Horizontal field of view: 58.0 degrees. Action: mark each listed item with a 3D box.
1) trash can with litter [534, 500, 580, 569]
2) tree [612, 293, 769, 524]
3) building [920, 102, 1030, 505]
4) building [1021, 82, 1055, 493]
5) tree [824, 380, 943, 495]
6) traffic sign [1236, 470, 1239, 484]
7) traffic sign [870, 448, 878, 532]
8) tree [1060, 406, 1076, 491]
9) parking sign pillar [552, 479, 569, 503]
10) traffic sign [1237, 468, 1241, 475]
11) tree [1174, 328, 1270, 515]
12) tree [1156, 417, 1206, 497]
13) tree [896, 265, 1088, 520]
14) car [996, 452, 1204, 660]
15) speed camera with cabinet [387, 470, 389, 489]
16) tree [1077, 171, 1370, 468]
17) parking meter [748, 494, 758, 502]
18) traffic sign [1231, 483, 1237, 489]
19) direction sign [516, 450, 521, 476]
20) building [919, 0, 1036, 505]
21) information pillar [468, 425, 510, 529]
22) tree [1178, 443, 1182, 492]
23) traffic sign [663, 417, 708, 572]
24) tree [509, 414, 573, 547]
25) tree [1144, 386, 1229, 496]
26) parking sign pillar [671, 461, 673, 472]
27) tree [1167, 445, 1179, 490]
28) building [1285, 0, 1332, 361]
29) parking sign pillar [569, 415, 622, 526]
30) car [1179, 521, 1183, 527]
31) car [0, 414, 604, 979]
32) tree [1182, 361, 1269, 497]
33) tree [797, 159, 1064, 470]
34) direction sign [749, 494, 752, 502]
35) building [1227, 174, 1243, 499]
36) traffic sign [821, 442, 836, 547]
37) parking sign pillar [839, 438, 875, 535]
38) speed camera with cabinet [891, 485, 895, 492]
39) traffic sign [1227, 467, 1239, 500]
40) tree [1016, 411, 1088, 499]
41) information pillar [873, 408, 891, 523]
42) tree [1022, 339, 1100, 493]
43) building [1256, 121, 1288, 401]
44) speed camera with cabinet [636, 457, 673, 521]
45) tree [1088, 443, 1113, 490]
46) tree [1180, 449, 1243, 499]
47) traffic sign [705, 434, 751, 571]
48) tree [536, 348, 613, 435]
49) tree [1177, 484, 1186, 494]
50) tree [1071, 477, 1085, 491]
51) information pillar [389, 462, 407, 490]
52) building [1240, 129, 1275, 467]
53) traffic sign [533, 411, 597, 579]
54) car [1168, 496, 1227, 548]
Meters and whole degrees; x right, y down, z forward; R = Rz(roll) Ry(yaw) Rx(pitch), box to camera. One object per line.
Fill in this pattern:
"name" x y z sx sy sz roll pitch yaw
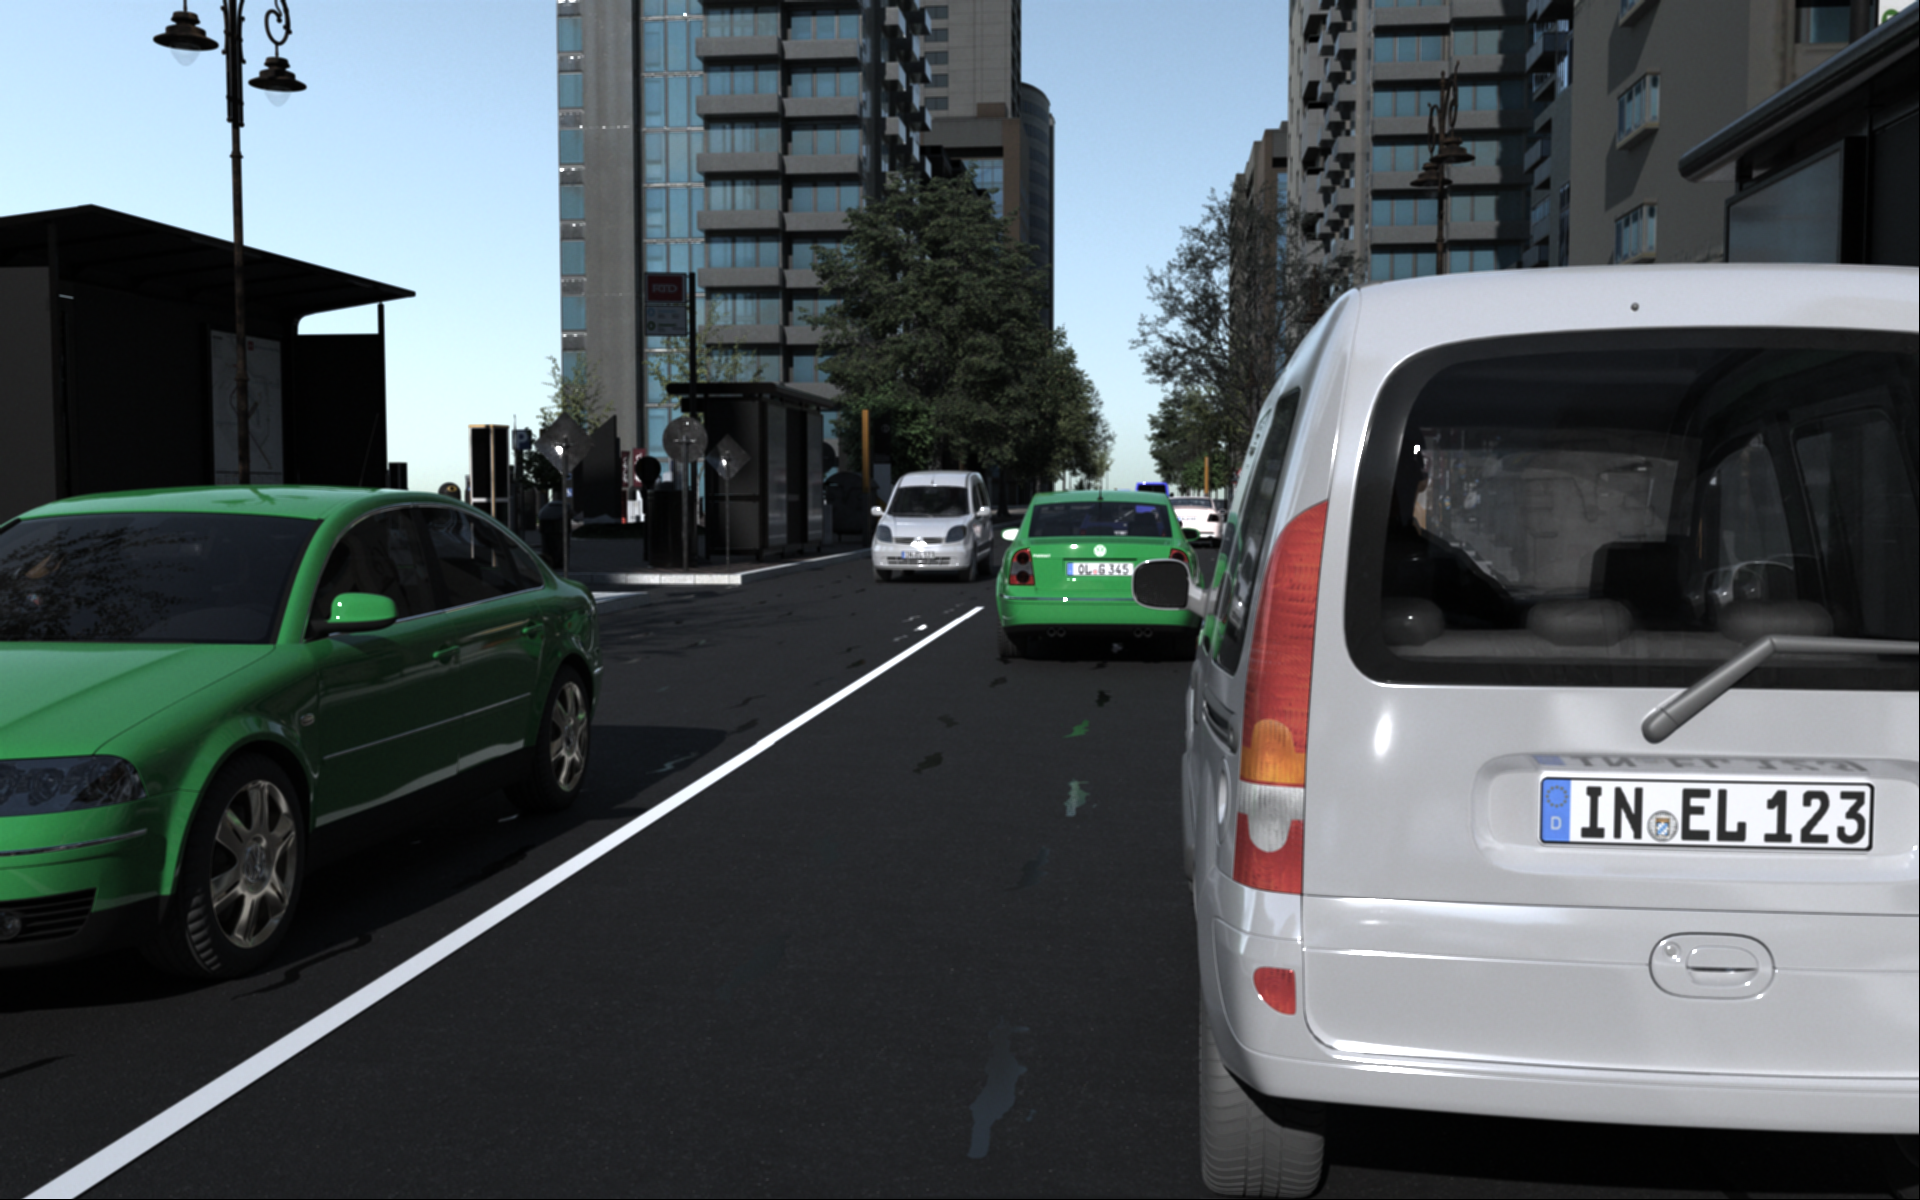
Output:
"trash can with litter" -6.999 -1.122 29.724 0.624 1.170 1.055 1 4 11
"tree" -9.294 -6.866 62.628 4.737 8.622 4.395 0 3 0
"building" 0.683 -33.802 202.774 14.600 45.320 14.200 0 4 7
"building" 1.963 -43.012 245.245 21.231 58.520 28.212 0 4 7
"tree" -2.124 -4.061 50.113 4.285 4.588 4.351 0 3 0
"traffic sign" 14.998 -5.680 92.979 0.768 2.556 0.104 0 4 8
"traffic sign" -2.324 -2.924 47.915 0.768 2.556 0.104 1 4 12
"tree" 9.517 -15.251 159.717 12.009 13.543 11.850 0 3 0
"parking sign pillar" -15.520 -4.970 69.724 1.447 3.967 1.447 1 4 10
"traffic sign" 14.026 -5.300 86.660 0.884 2.594 0.081 1 4 14
"tree" 11.522 -7.641 75.288 4.737 8.622 4.395 0 3 0
"tree" 29.107 -18.459 227.552 9.928 11.665 9.643 0 3 0
"tree" 1.181 -10.289 85.225 9.611 12.733 9.660 0 3 0
"car" 1.328 -0.467 16.427 1.959 1.807 4.718 0 4 5
"speed camera with cabinet" -20.709 -4.062 60.754 0.660 3.252 2.038 1 4 9
"tree" 11.450 -9.515 65.934 12.009 13.543 11.850 0 3 0
"parking meter" -7.137 -3.143 59.794 0.372 1.533 0.369 0 3 0
"traffic sign" 15.451 -5.934 97.127 0.768 2.556 0.104 0 4 7
"direction sign" -21.353 -5.623 83.933 0.379 3.537 0.876 0 4 6
"building" -0.617 -47.843 220.491 20.563 71.187 20.611 0 4 7
"information pillar" -5.022 -0.858 18.528 0.304 2.012 0.304 1 4 20
"tree" 23.569 -13.152 165.396 4.360 8.622 3.978 0 3 0
"traffic sign" -4.533 -1.739 28.536 0.768 2.556 0.104 0 4 8
"tree" -10.043 -2.912 42.207 1.663 3.219 1.824 0 3 0
"tree" 26.771 -18.191 204.081 9.857 13.997 8.962 0 3 0
"parking sign pillar" -16.470 -6.818 99.950 1.447 3.967 1.447 -1 4 -14
"tree" 24.644 -14.384 185.547 4.360 8.622 3.978 0 3 0
"building" 43.434 -34.493 153.203 28.713 52.752 27.495 0 4 7
"parking sign pillar" -12.279 -4.339 59.415 1.447 3.967 1.447 1 4 22
"car" 2.903 -1.076 30.173 1.945 1.354 3.894 0 4 6
"car" -2.800 0.134 6.601 1.959 1.807 4.718 0 4 7
"tree" 14.465 -8.533 89.882 4.360 8.622 3.978 0 3 0
"tree" -1.003 -9.715 65.497 9.857 13.997 8.962 0 3 0
"direction sign" -5.036 -3.039 41.677 0.379 3.537 0.876 1 4 8
"building" 49.551 -38.139 247.270 21.300 48.544 21.600 0 4 7
"traffic sign" -3.385 -2.555 41.883 0.768 2.556 0.104 1 4 10
"parking sign pillar" -3.188 -4.081 55.194 1.447 3.967 1.447 1 4 12
"speed camera with cabinet" -2.287 -4.905 74.531 0.660 3.252 2.038 3 5 45
"traffic sign" 12.721 -4.941 80.790 0.884 2.594 0.081 1 4 9
"tree" 4.710 -9.767 110.050 4.737 8.622 4.395 0 3 0
"information pillar" -2.110 -3.424 47.330 0.504 3.616 0.183 0 4 -1
"tree" 5.299 -12.401 120.878 7.486 12.596 7.792 0 3 0
"building" 42.952 -34.123 208.029 14.600 45.320 14.200 0 4 7
"speed camera with cabinet" -12.407 -4.728 71.643 0.660 3.252 2.038 3 5 41
"tree" 14.612 -15.212 199.072 4.737 8.622 4.395 0 3 0
"tree" 16.631 -7.884 112.612 4.285 4.588 4.351 0 3 0
"traffic sign" -3.892 -1.551 29.009 0.795 2.450 0.064 0 4 7
"tree" -19.630 -8.414 87.929 4.737 8.622 4.395 0 3 0
"tree" 31.291 -15.173 242.681 1.663 3.219 1.824 0 3 0
"tree" 13.361 -12.021 191.142 1.663 3.219 1.824 0 3 0
"information pillar" -13.081 -2.194 40.356 0.304 2.012 0.304 1 4 18
"building" 48.264 -36.800 225.387 21.300 48.544 21.600 0 4 7
"traffic sign" -4.803 -1.066 21.076 0.795 2.450 0.064 0 4 7
"car" 6.272 -2.152 47.550 2.083 1.381 4.827 0 4 8
